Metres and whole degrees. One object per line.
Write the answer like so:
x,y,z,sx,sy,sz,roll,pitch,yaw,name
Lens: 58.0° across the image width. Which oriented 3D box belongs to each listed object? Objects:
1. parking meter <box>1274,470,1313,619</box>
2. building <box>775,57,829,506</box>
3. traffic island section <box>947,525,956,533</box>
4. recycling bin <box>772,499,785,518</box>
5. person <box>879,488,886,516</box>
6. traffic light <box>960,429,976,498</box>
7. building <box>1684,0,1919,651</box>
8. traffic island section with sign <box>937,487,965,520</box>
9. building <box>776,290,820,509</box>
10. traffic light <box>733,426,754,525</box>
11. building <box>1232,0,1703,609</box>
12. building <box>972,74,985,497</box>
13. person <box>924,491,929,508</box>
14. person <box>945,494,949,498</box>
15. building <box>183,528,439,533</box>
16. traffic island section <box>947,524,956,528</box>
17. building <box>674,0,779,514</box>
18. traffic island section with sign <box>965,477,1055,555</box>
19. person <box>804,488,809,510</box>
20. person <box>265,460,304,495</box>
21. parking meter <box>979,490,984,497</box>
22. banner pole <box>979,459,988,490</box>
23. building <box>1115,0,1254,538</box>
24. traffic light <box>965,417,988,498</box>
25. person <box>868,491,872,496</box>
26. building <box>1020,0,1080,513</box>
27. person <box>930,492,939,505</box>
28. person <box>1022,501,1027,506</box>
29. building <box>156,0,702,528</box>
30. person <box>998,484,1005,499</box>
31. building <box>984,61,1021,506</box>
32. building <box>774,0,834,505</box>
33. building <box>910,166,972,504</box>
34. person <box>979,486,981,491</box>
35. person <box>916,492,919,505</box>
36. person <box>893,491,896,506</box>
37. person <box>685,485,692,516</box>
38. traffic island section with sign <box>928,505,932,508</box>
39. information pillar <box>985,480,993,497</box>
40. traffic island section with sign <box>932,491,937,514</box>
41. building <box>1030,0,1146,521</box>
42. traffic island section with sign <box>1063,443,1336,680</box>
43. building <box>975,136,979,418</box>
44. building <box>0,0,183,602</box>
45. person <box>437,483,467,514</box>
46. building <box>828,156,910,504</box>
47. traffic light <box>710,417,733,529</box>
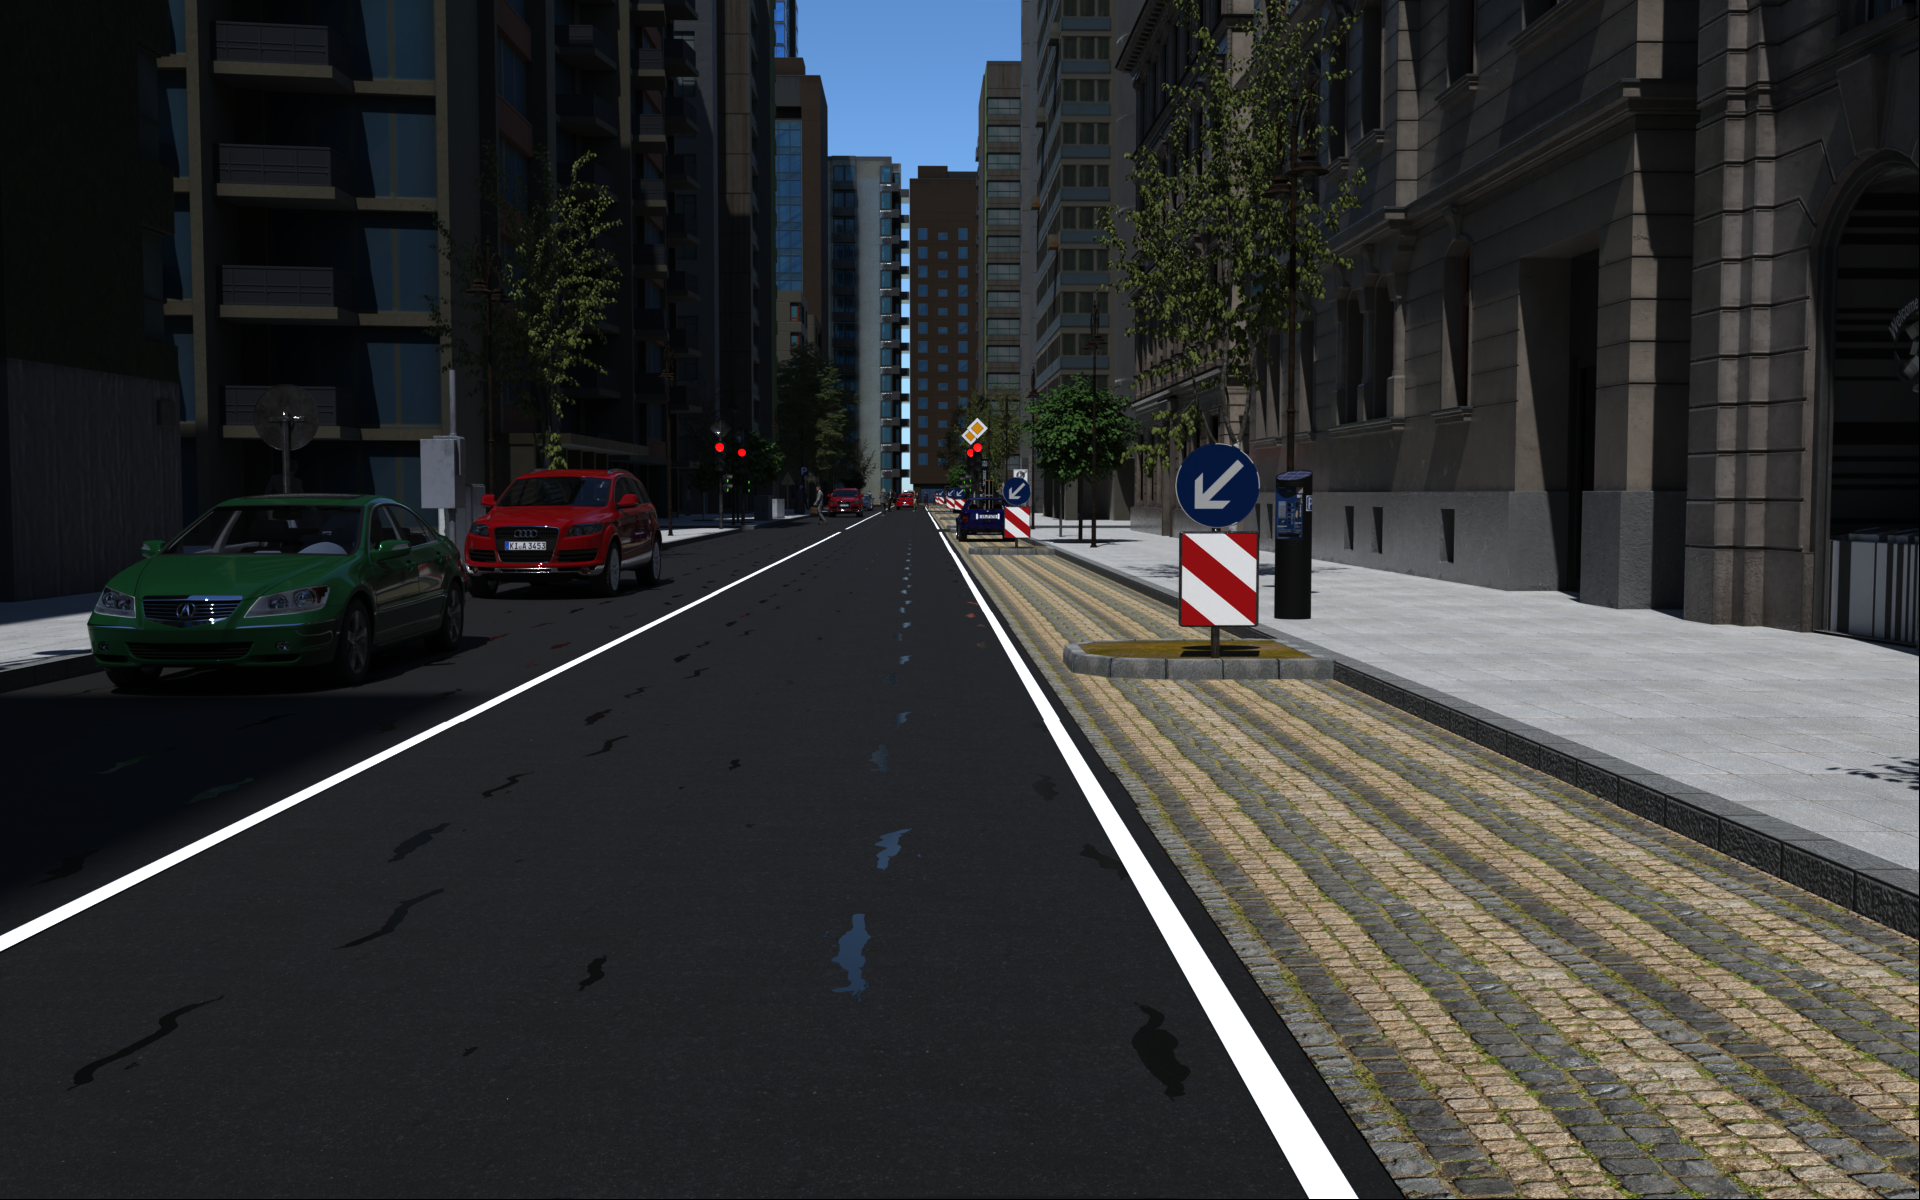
3.435,-0.577,17.844,0.372,1.533,0.369,0,3,0,parking meter
-21.120,-32.543,182.184,14.600,45.320,14.200,0,4,-1,building
0.658,-2.537,63.768,2.009,0.180,2.903,0,4,-1,traffic island section
-9.742,-4.824,91.430,0.722,1.027,0.722,2,4,32,recycling bin
-5.039,-6.343,112.393,0.537,1.800,0.526,-2,4,-30,person
0.423,-5.059,71.636,0.839,4.253,0.868,0,4,-1,traffic light
13.514,-10.019,5.603,13.314,21.916,24.055,0,4,-1,building
-0.130,-5.365,96.342,1.989,1.847,2.006,0,4,-1,traffic island section with sign
-27.633,-19.339,161.237,27.650,21.520,28.899,0,4,-1,building
-8.935,-5.044,71.392,0.839,4.253,0.868,0,4,-1,traffic light
13.262,-14.817,29.643,14.401,28.519,23.554,0,4,-1,building
9.088,-32.547,182.253,14.600,45.320,14.200,0,4,-1,building
-3.419,-10.006,173.014,0.530,1.710,0.541,-3,5,-41,person
-1.621,-13.277,223.794,0.551,1.740,0.621,0,4,-3,person
-25.528,-24.250,51.106,28.867,44.769,22.147,0,4,-1,building
0.463,-3.026,71.751,2.009,0.180,2.903,0,4,-1,traffic island section
-19.803,-26.418,115.536,14.154,41.232,14.086,0,4,-1,building
1.207,-2.001,41.343,1.989,1.847,2.006,0,4,-1,traffic island section with sign
-12.547,-8.218,140.806,0.834,1.777,0.661,-1,4,-14,person
-11.160,-1.389,28.558,0.655,1.846,0.447,-2,4,-25,person
1.321,-6.199,109.763,0.372,1.533,0.369,0,3,0,parking meter
1.381,-7.211,107.919,0.863,3.779,0.401,-1,4,-19,banner pole
10.959,-11.449,51.820,10.561,19.102,19.286,0,4,-1,building
0.618,-4.571,63.653,0.839,4.253,0.868,0,4,-1,traffic light
-11.501,-12.952,220.140,0.709,1.838,0.599,-1,4,-9,person
15.004,-35.873,128.529,21.231,58.520,28.212,0,4,-1,building
-3.110,-12.570,214.740,1.217,1.743,0.721,-1,4,-12,person
4.106,-6.132,110.586,0.425,1.301,0.394,1,4,11,person
-24.957,-26.376,85.872,22.147,44.769,28.867,0,4,-1,building
2.256,-5.249,92.049,0.473,1.802,0.592,3,5,42,person
9.318,-29.595,167.476,14.154,41.232,14.086,0,4,-1,building
-31.363,-54.706,207.109,31.000,86.520,22.319,0,4,-1,building
0.213,-36.032,239.240,14.200,45.320,14.600,0,4,-1,building
1.254,-6.598,114.139,0.641,1.798,0.478,3,4,37,person
-5.562,-12.915,220.470,0.742,1.727,0.445,-3,5,-40,person
-8.131,-12.661,215.598,0.705,1.812,1.348,0,4,3,person
-16.057,-5.898,102.493,0.388,1.821,0.555,0,4,2,person
-2.014,-10.082,173.475,1.989,1.847,2.006,0,4,-1,traffic island section with sign
1.522,-5.279,90.808,0.304,2.012,0.304,3,5,43,information pillar
-0.788,-7.013,123.289,1.989,1.847,2.006,0,4,-1,traffic island section with sign
16.186,-24.303,89.234,23.993,40.220,32.217,0,4,-1,building
1.877,-0.342,14.226,1.989,1.847,2.006,0,4,-1,traffic island section with sign
13.157,-35.805,205.012,23.786,49.044,30.456,0,4,-1,building
-18.179,-15.024,17.351,14.160,30.474,14.107,0,4,-1,building
-9.665,-1.657,33.411,0.678,1.792,0.850,-2,4,-35,person
-22.299,-38.099,242.526,30.456,49.044,23.786,0,4,-1,building
-8.740,-4.556,63.409,0.839,4.253,0.868,0,4,-1,traffic light
